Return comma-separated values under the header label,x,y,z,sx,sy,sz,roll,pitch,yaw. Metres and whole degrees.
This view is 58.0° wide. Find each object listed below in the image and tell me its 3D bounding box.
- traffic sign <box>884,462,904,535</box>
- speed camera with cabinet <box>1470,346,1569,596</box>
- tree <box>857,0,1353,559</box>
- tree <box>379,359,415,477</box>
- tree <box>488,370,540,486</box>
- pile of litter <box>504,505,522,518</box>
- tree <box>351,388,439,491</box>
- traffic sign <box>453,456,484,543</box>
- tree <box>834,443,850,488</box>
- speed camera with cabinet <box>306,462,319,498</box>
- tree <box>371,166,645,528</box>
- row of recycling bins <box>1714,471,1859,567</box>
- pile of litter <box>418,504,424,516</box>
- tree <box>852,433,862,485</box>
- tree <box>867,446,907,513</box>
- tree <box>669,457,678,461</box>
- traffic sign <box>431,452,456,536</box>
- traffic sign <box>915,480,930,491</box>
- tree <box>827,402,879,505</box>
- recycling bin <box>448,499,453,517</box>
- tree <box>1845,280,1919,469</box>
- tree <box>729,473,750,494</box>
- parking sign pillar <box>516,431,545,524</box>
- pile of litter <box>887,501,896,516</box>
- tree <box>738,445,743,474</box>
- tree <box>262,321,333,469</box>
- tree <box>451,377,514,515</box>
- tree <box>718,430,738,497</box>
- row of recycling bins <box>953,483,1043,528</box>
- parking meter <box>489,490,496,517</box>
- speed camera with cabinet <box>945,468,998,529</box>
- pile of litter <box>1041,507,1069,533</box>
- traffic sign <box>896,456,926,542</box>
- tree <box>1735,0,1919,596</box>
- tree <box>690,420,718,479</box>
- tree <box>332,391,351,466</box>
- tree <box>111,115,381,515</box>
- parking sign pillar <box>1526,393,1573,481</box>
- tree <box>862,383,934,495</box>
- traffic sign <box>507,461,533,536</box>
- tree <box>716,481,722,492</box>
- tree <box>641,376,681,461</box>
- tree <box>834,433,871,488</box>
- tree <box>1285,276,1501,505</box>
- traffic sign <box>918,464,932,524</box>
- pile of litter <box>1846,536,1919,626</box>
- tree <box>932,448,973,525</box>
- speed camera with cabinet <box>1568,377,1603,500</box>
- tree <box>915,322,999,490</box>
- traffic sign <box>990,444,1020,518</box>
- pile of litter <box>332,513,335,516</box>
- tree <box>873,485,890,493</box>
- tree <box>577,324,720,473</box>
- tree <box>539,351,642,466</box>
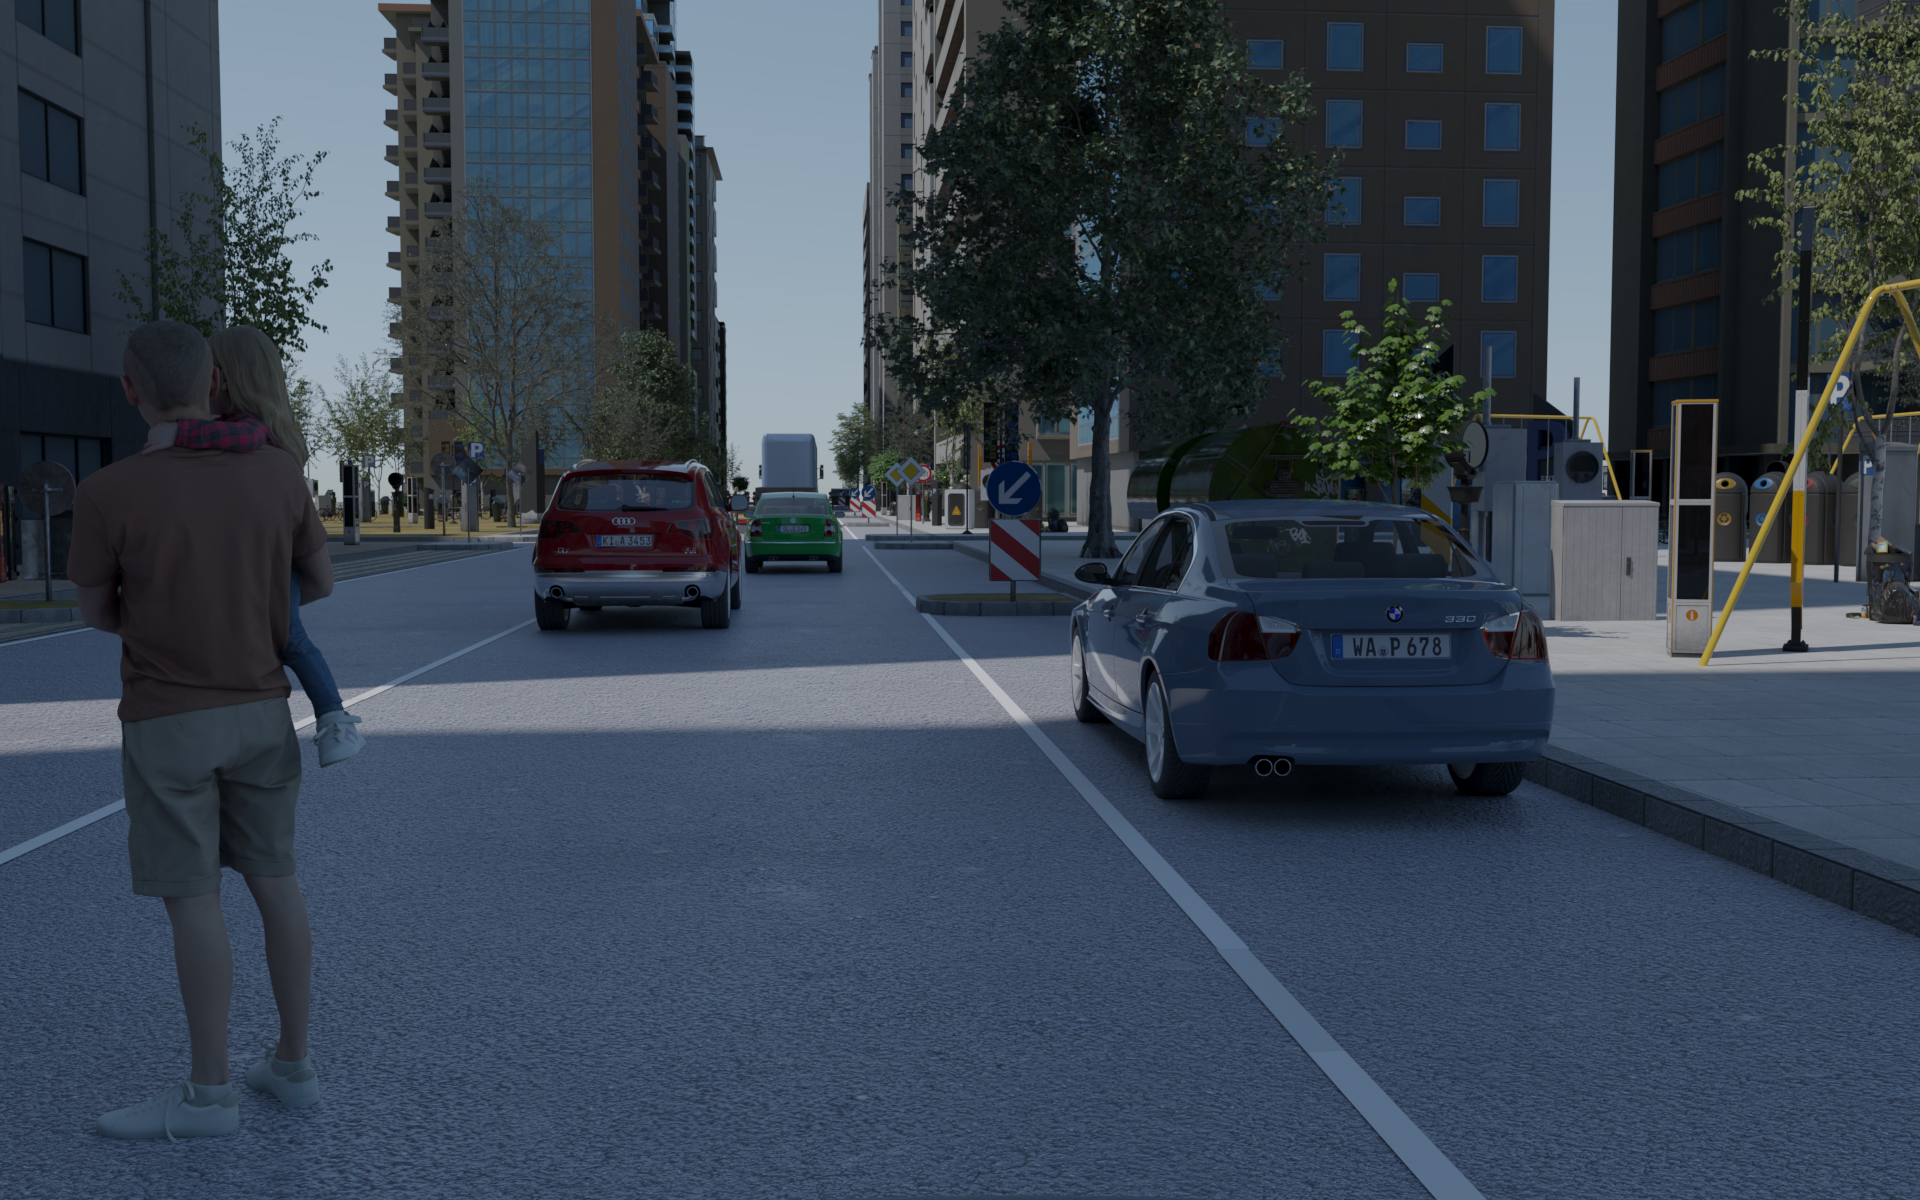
label,x,y,z,sx,sy,sz,roll,pitch,yaw
traffic sign,-1.967,-3.082,54.025,0.795,2.450,0.064,0,4,-5
speed camera with cabinet,7.233,-1.729,22.605,0.660,3.252,2.038,0,4,2
tree,2.837,-7.179,34.389,9.611,12.733,9.660,0,3,0
tree,-30.882,-8.478,88.984,4.737,8.622,4.395,0,3,0
tree,-23.237,-8.911,96.054,4.360,8.622,3.978,0,3,0
pile of litter,-23.677,-4.784,92.183,1.719,0.858,1.176,-2,4,-29
tree,-36.754,-10.000,113.858,4.360,8.622,3.978,0,3,0
traffic sign,-12.806,-2.537,45.129,0.795,2.450,0.064,0,4,-5
tree,-14.571,-17.116,230.206,4.360,8.622,3.978,0,3,0
speed camera with cabinet,-39.467,-6.741,104.543,0.660,3.252,2.038,0,4,7
tree,-17.359,-9.522,66.050,12.009,13.543,11.850,0,3,0
row of recycling bins,15.337,-1.515,31.882,1.069,1.692,3.534,-2,4,-33
pile of litter,-31.663,-5.364,101.668,1.176,0.858,1.719,-1,4,-11
tree,-5.987,-11.432,137.278,4.360,8.622,3.978,0,3,0
tree,-4.635,-8.165,117.219,4.285,4.588,4.351,0,3,0
tree,-23.845,-9.823,144.315,4.285,4.588,4.351,0,3,0
traffic sign,-15.686,-3.211,52.600,0.768,2.556,0.104,0,4,-2
traffic sign,-1.861,-5.003,81.807,0.884,2.594,0.081,0,3,0
tree,-12.413,-17.986,212.194,7.486,12.596,7.792,0,3,0
recycling bin,-29.122,-5.229,98.042,0.722,1.027,0.722,-2,4,-26
tree,25.015,-5.711,43.743,4.360,8.622,3.978,0,3,0
tree,-33.967,-17.336,267.160,4.285,4.588,4.351,0,3,0
parking sign pillar,-18.472,-5.287,74.908,1.447,3.967,1.447,-3,5,-44
pile of litter,-3.632,-5.308,100.750,1.176,0.858,1.719,-2,4,-29
tree,-32.256,-17.800,241.388,4.360,8.622,3.978,0,3,0
tree,-30.312,-7.600,74.625,4.360,8.622,3.978,0,3,0
tree,-29.479,-9.569,106.813,4.737,8.622,4.395,0,3,0
tree,-26.516,-14.246,183.277,4.360,8.622,3.978,0,3,0
row of recycling bins,1.388,-3.530,64.831,3.534,1.692,1.069,1,4,17
parking meter,-26.372,-5.465,97.761,0.372,1.533,0.369,0,3,0
speed camera with cabinet,0.489,-4.194,62.901,2.038,3.252,0.660,1,4,18
pile of litter,2.928,-2.696,58.037,1.719,0.858,1.176,-2,4,-26
traffic sign,-1.300,-2.595,46.068,0.795,2.450,0.064,0,4,-5
tree,11.744,-4.367,21.760,4.737,8.622,4.395,0,3,0
tree,-24.962,-12.753,158.878,4.360,8.622,3.978,0,3,0
tree,-41.091,-9.633,107.860,4.360,8.622,3.978,0,3,0
tree,-14.161,-5.107,33.868,4.737,8.622,4.395,0,3,0
parking sign pillar,15.610,-3.499,45.684,1.447,3.967,1.447,-3,4,-38
tree,-3.097,-9.714,109.182,4.360,8.622,3.978,0,3,0
traffic sign,-13.472,-3.024,53.086,0.795,2.450,0.064,0,4,-5
tree,-28.811,-12.700,202.247,1.663,3.219,1.824,0,3,0
tree,-19.878,-9.576,106.924,4.360,8.622,3.978,0,3,0
tree,-12.255,-15.289,200.338,4.737,8.622,4.395,0,3,0
tree,3.889,-1.280,15.536,1.663,3.219,1.824,0,3,0
traffic sign,-1.574,-4.516,73.949,0.768,2.556,0.104,0,4,-1
pile of litter,9.634,-0.216,17.502,1.176,0.858,1.719,2,4,24
tree,-0.248,-4.769,72.567,1.663,3.219,1.824,0,3,0
speed camera with cabinet,9.736,-2.135,29.247,2.038,3.252,0.660,0,4,4
tree,-0.078,-7.095,66.358,4.737,8.622,4.395,0,3,0
traffic sign,1.131,-2.678,43.895,0.768,2.556,0.104,0,4,-4
pile of litter,-37.705,-5.397,102.199,1.719,0.858,1.176,0,4,8
tree,-6.513,-9.166,144.468,1.663,3.219,1.824,0,3,0
tree,-21.026,-12.220,116.813,9.611,12.733,9.660,0,3,0
tree,-18.557,-8.375,87.299,4.360,8.622,3.978,0,3,0
